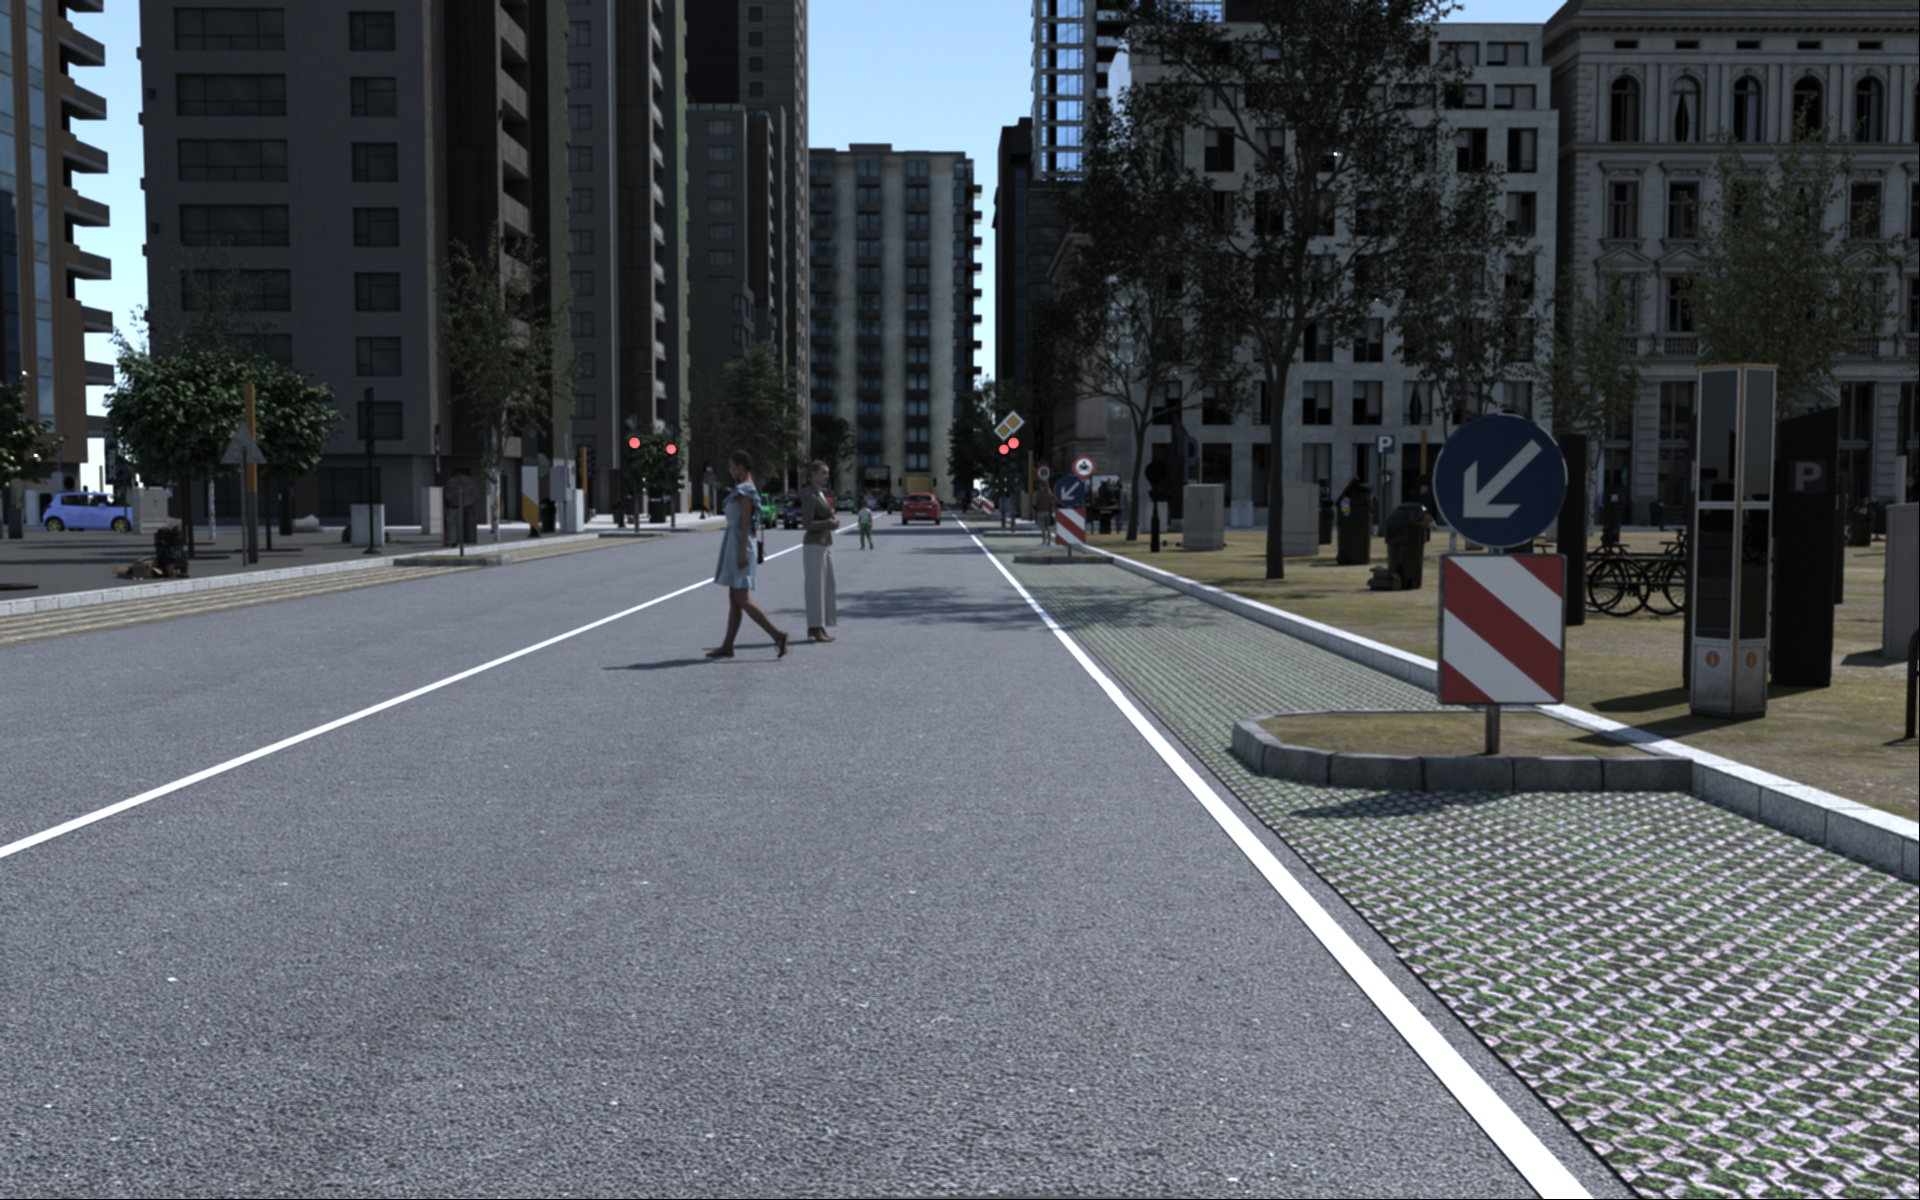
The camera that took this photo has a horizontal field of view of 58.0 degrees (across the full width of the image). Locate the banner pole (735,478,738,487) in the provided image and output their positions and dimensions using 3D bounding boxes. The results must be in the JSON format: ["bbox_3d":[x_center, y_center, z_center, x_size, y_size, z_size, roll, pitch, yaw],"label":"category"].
[{"bbox_3d":[-14.008,-7.247,108.506,0.401,3.779,0.863,0,4,5],"label":"banner pole"}]

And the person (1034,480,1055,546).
[{"bbox_3d":[2.304,-2.369,47.213,0.573,1.828,0.580,0,4,1],"label":"person"}]

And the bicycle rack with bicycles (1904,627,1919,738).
[{"bbox_3d":[6.200,0.313,8.273,2.925,0.926,2.852,-1,4,-9],"label":"bicycle rack with bicycles"}]

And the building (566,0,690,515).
[{"bbox_3d":[-25.765,-26.279,113.253,14.154,41.232,14.086,0,4,-1],"label":"building"}]

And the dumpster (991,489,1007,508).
[{"bbox_3d":[2.919,-7.567,129.478,1.264,1.857,1.865,0,4,-1],"label":"dumpster"}]

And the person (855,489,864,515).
[{"bbox_3d":[-6.814,-6.709,118.376,0.419,1.800,0.721,-3,5,-40],"label":"person"}]

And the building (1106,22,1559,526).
[{"bbox_3d":[15.175,-13.399,73.824,16.860,20.320,10.420,0,4,-1],"label":"building"}]

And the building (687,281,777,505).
[{"bbox_3d":[-31.650,-18.988,155.498,27.650,21.520,28.899,0,4,-1],"label":"building"}]

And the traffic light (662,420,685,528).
[{"bbox_3d":[-10.914,-4.706,65.872,0.839,4.253,0.868,0,4,-1],"label":"traffic light"}]

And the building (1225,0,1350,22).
[{"bbox_3d":[33.111,-46.793,203.323,20.611,71.187,20.563,0,4,-1],"label":"building"}]

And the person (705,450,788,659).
[{"bbox_3d":[-1.845,-0.397,15.084,0.778,1.811,0.616,1,4,15],"label":"person"}]

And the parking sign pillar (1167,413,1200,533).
[{"bbox_3d":[7.525,-4.242,57.822,1.447,3.967,1.447,2,4,34],"label":"parking sign pillar"}]

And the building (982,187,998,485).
[{"bbox_3d":[17.381,-35.703,238.366,28.867,44.769,22.147,0,4,-1],"label":"building"}]

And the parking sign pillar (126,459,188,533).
[{"bbox_3d":[-26.398,-4.215,57.389,1.447,3.967,1.447,2,4,23],"label":"parking sign pillar"}]

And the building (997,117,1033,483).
[{"bbox_3d":[11.631,-34.032,206.533,14.600,45.320,14.200,0,4,-1],"label":"building"}]

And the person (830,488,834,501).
[{"bbox_3d":[-8.791,-6.667,117.633,0.709,1.813,0.853,2,4,26],"label":"person"}]

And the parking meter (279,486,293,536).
[{"bbox_3d":[-20.869,-2.764,53.598,0.372,1.533,0.369,0,3,0],"label":"parking meter"}]

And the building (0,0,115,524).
[{"bbox_3d":[-47.291,-25.961,74.568,14.200,45.320,14.600,0,4,-1],"label":"building"}]

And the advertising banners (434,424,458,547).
[{"bbox_3d":[-12.668,-2.841,42.641,0.090,3.025,2.074,-2,4,-29],"label":"advertising banners"}]

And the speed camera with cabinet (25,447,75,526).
[{"bbox_3d":[-36.649,-4.615,69.794,0.660,3.252,2.038,1,4,16],"label":"speed camera with cabinet"}]

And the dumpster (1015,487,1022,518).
[{"bbox_3d":[3.488,-5.248,91.555,1.264,1.857,1.865,0,4,-1],"label":"dumpster"}]

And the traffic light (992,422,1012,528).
[{"bbox_3d":[1.646,-4.719,66.071,0.839,4.253,0.868,0,4,-1],"label":"traffic light"}]

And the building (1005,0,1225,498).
[{"bbox_3d":[16.371,-53.218,182.784,22.319,86.520,31.000,0,4,-1],"label":"building"}]

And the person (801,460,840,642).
[{"bbox_3d":[-1.341,-0.474,16.794,0.362,1.759,0.519,1,4,9],"label":"person"}]

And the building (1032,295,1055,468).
[{"bbox_3d":[13.870,-16.234,132.882,16.820,18.784,16.811,0,4,-1],"label":"building"}]

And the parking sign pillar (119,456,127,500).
[{"bbox_3d":[-53.666,-7.515,111.345,1.447,3.967,1.447,1,4,10],"label":"parking sign pillar"}]

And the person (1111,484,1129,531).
[{"bbox_3d":[5.887,-3.386,63.983,0.709,1.813,0.853,0,4,-7],"label":"person"}]

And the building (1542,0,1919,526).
[{"bbox_3d":[33.840,-15.014,74.357,19.941,23.489,11.050,0,4,-1],"label":"building"}]

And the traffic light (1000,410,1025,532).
[{"bbox_3d":[1.763,-4.230,58.087,0.839,4.253,0.868,0,4,-1],"label":"traffic light"}]

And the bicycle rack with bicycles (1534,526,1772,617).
[{"bbox_3d":[7.450,-0.332,18.815,2.925,0.926,2.852,2,4,27],"label":"bicycle rack with bicycles"}]

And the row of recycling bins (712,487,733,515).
[{"bbox_3d":[-14.446,-6.038,105.839,1.069,1.692,3.534,-1,4,-16],"label":"row of recycling bins"}]

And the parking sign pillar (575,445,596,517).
[{"bbox_3d":[-20.809,-6.544,95.471,1.447,3.967,1.447,1,4,9],"label":"parking sign pillar"}]

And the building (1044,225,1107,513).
[{"bbox_3d":[11.168,-14.960,109.231,10.561,19.102,19.286,0,4,-1],"label":"building"}]

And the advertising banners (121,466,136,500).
[{"bbox_3d":[-50.215,-6.620,104.431,2.074,3.025,0.090,2,4,35],"label":"advertising banners"}]

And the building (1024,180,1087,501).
[{"bbox_3d":[12.920,-23.867,161.924,14.160,30.474,14.107,0,4,-1],"label":"building"}]

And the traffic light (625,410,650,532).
[{"bbox_3d":[-10.797,-4.218,57.887,0.839,4.253,0.868,0,4,-1],"label":"traffic light"}]

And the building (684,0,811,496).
[{"bbox_3d":[-28.459,-46.685,201.550,20.611,71.187,20.563,0,4,-1],"label":"building"}]

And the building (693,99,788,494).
[{"bbox_3d":[-25.251,-30.144,176.444,14.154,41.232,14.086,0,4,-1],"label":"building"}]

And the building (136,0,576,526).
[{"bbox_3d":[-25.203,-18.526,74.598,14.160,30.474,14.107,0,4,-1],"label":"building"}]

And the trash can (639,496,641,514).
[{"bbox_3d":[-19.759,-5.733,105.384,0.748,1.137,0.748,0,3,0],"label":"trash can"}]

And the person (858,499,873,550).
[{"bbox_3d":[-2.422,-1.941,44.484,0.306,1.304,0.590,-2,4,-29],"label":"person"}]

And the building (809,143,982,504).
[{"bbox_3d":[-12.297,-37.896,239.200,30.456,49.044,23.786,0,4,-1],"label":"building"}]

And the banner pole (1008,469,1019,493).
[{"bbox_3d":[2.898,-6.762,100.575,0.401,3.779,0.863,2,4,25],"label":"banner pole"}]

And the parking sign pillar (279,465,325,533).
[{"bbox_3d":[-21.948,-4.231,57.656,1.447,3.967,1.447,1,4,15],"label":"parking sign pillar"}]

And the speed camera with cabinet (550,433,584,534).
[{"bbox_3d":[-12.921,-3.826,56.892,0.660,3.252,2.038,0,4,3],"label":"speed camera with cabinet"}]
